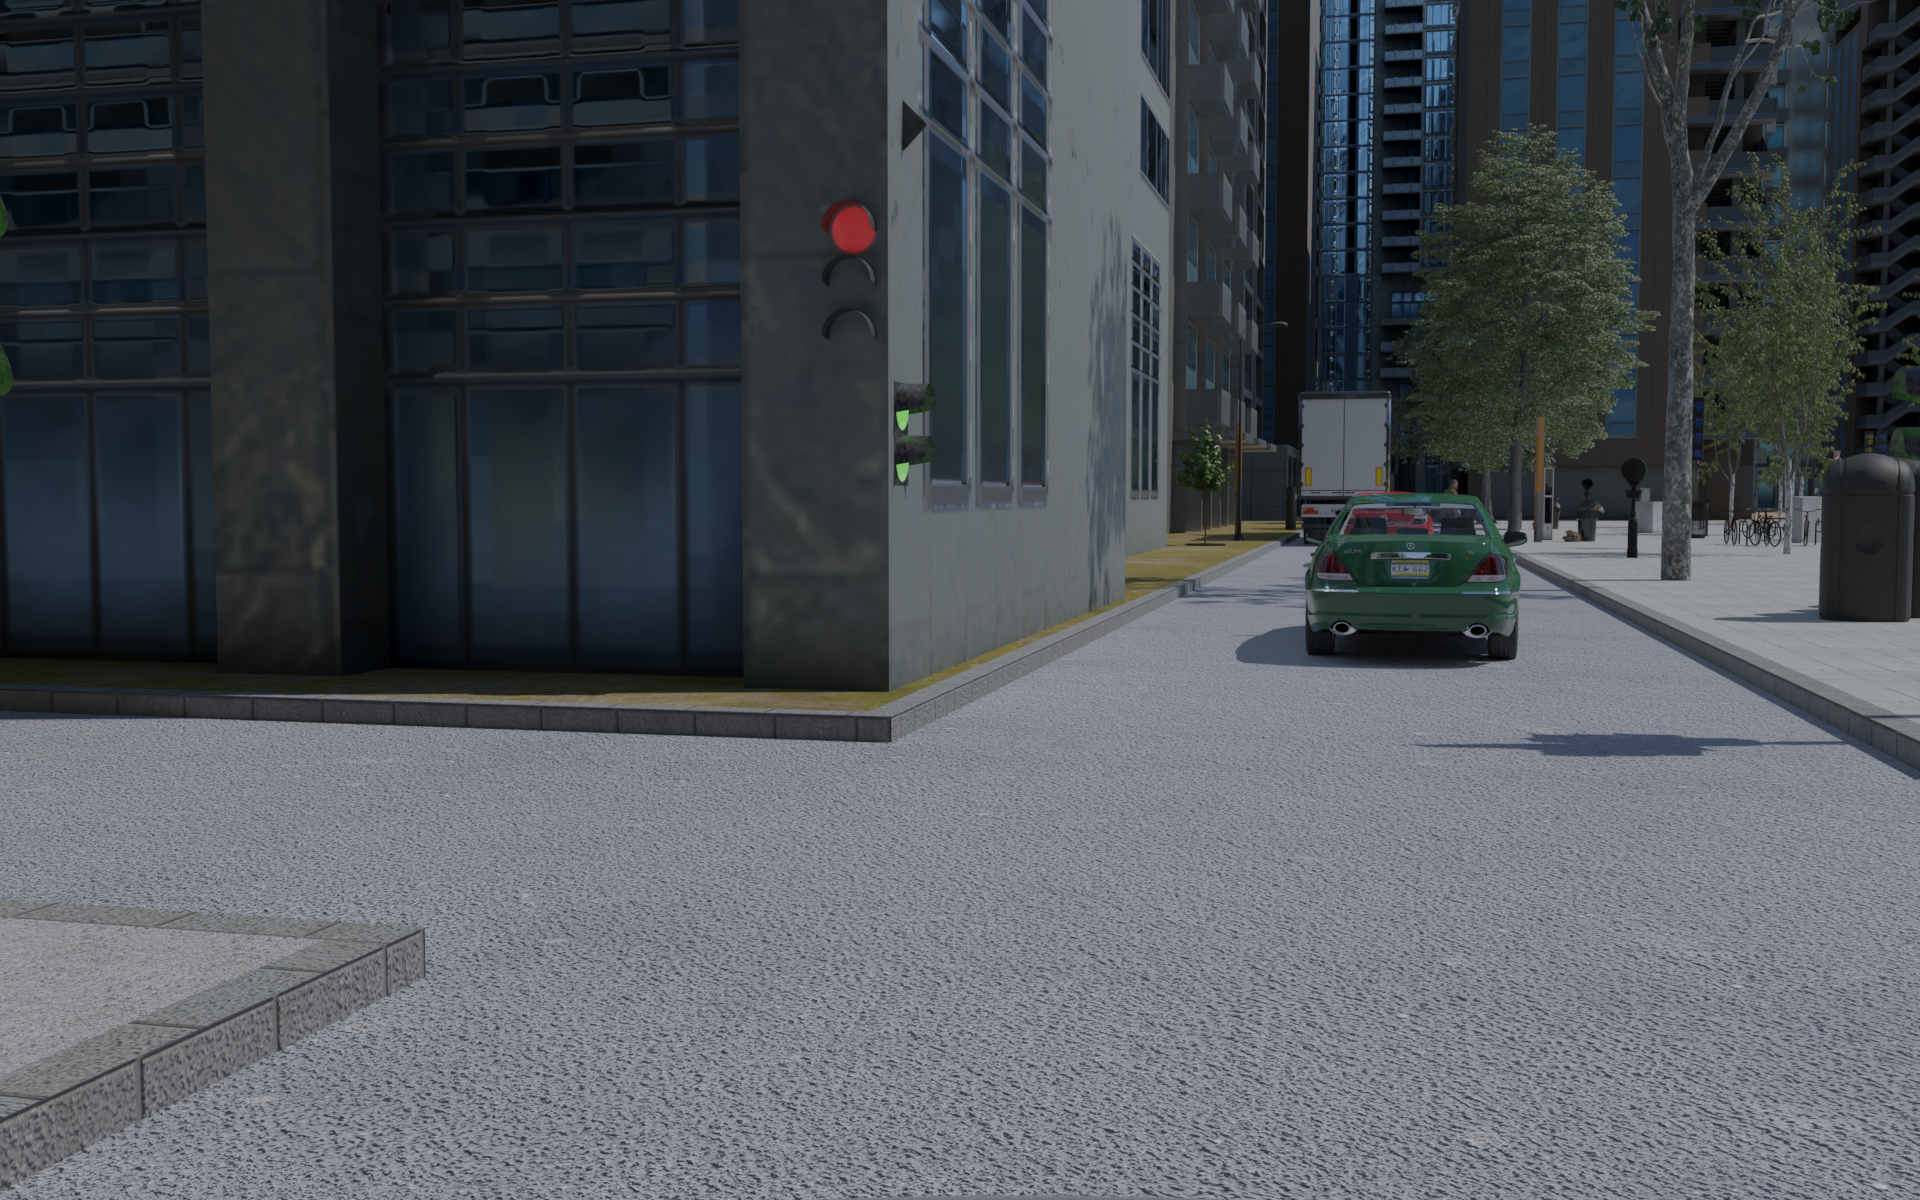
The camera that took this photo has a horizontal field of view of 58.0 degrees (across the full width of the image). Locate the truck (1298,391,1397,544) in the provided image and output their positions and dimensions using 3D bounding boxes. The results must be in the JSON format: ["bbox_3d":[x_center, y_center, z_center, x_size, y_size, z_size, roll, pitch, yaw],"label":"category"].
[{"bbox_3d":[11.824,-3.901,52.690,2.839,4.237,11.283,1,4,14],"label":"truck"}]

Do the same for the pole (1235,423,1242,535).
[{"bbox_3d":[8.036,-3.433,49.979,0.158,3.312,0.155,0,3,0],"label":"pole"}]

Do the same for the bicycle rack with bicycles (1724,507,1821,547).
[{"bbox_3d":[20.275,-1.810,42.982,2.852,0.926,2.925,1,4,20],"label":"bicycle rack with bicycles"}]

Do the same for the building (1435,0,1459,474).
[{"bbox_3d":[50.859,-31.727,138.349,23.786,49.044,30.456,1,4,14],"label":"building"}]

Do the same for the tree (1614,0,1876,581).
[{"bbox_3d":[11.638,-10.287,24.087,12.611,20.169,13.585,0,3,0],"label":"tree"}]

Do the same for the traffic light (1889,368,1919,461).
[{"bbox_3d":[5.822,-1.282,9.885,0.839,4.253,0.868,1,4,14],"label":"traffic light"}]

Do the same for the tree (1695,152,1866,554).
[{"bbox_3d":[17.510,-5.279,36.678,4.737,8.622,4.395,0,3,0],"label":"tree"}]

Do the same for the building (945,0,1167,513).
[{"bbox_3d":[16.689,-51.179,149.441,31.000,86.520,22.319,1,4,14],"label":"building"}]

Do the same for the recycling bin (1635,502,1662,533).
[{"bbox_3d":[22.806,-2.748,57.482,0.722,1.027,0.722,-3,5,-43],"label":"recycling bin"}]

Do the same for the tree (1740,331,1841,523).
[{"bbox_3d":[36.847,-7.770,77.399,4.360,8.622,3.978,0,3,0],"label":"tree"}]

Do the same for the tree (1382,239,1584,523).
[{"bbox_3d":[22.962,-9.687,75.391,9.611,12.733,9.660,0,3,0],"label":"tree"}]

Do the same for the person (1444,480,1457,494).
[{"bbox_3d":[13.994,-2.504,49.346,0.656,1.842,0.836,3,4,38],"label":"person"}]

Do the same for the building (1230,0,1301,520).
[{"bbox_3d":[8.703,-40.225,95.933,20.563,71.187,20.611,1,4,14],"label":"building"}]

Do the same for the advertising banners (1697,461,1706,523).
[{"bbox_3d":[27.125,-4.112,63.427,0.090,3.025,2.074,1,4,16],"label":"advertising banners"}]

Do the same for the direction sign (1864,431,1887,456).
[{"bbox_3d":[33.111,-4.325,62.712,0.876,3.537,0.379,0,4,-8],"label":"direction sign"}]

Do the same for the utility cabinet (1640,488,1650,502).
[{"bbox_3d":[24.383,-3.239,61.634,0.318,1.500,1.173,1,4,20],"label":"utility cabinet"}]

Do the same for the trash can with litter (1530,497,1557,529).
[{"bbox_3d":[21.323,-3.163,63.104,1.055,1.170,0.624,1,4,23],"label":"trash can with litter"}]

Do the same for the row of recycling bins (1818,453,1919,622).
[{"bbox_3d":[10.229,-0.701,18.581,1.069,1.692,3.534,3,5,45],"label":"row of recycling bins"}]

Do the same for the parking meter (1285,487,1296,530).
[{"bbox_3d":[11.771,-3.254,61.611,0.372,1.533,0.369,0,3,0],"label":"parking meter"}]

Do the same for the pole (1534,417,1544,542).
[{"bbox_3d":[15.358,-3.186,45.941,0.158,3.312,0.155,0,3,0],"label":"pole"}]

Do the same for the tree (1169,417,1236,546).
[{"bbox_3d":[6.231,-2.974,43.228,1.663,3.219,1.824,0,3,0],"label":"tree"}]

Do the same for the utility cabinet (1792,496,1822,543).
[{"bbox_3d":[22.304,-2.100,45.492,1.020,1.237,0.306,-2,4,-30],"label":"utility cabinet"}]

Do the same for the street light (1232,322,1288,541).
[{"bbox_3d":[8.147,-4.555,47.018,1.470,5.913,1.316,1,4,14],"label":"street light"}]

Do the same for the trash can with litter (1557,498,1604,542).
[{"bbox_3d":[16.739,-2.152,46.566,1.055,1.170,0.624,-2,4,-31],"label":"trash can with litter"}]

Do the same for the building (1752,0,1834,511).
[{"bbox_3d":[81.966,-33.432,166.227,30.456,49.044,23.786,1,4,14],"label":"building"}]

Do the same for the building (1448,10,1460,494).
[{"bbox_3d":[36.770,-20.327,104.050,14.160,30.474,14.107,1,4,14],"label":"building"}]

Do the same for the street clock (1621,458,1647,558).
[{"bbox_3d":[13.523,-1.848,34.784,0.471,2.002,0.358,2,4,29],"label":"street clock"}]

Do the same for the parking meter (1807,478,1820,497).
[{"bbox_3d":[31.791,-3.598,64.535,0.399,1.863,0.255,-2,4,-27],"label":"parking meter"}]

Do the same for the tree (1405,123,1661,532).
[{"bbox_3d":[17.685,-8.289,53.659,7.486,12.596,7.792,0,3,0],"label":"tree"}]

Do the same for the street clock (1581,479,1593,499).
[{"bbox_3d":[29.303,-4.673,80.969,0.471,2.002,0.358,0,4,4],"label":"street clock"}]

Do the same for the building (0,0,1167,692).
[{"bbox_3d":[-7.609,-43.645,26.262,22.319,86.520,31.000,1,4,14],"label":"building"}]

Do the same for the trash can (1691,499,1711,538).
[{"bbox_3d":[21.388,-2.361,50.260,0.748,1.137,0.748,0,3,0],"label":"trash can"}]

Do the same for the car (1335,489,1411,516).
[{"bbox_3d":[8.752,-1.617,35.470,2.155,1.783,4.494,1,4,15],"label":"car"}]

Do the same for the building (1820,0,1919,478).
[{"bbox_3d":[79.250,-29.929,139.455,14.200,45.320,14.600,1,4,14],"label":"building"}]

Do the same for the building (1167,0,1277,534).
[{"bbox_3d":[-0.380,-27.268,65.437,23.786,49.044,30.456,1,4,14],"label":"building"}]

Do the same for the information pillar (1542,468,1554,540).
[{"bbox_3d":[16.300,-2.674,48.205,0.304,2.012,0.304,-1,4,-12],"label":"information pillar"}]

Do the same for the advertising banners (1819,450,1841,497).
[{"bbox_3d":[34.532,-4.455,69.034,2.074,3.025,0.090,-2,4,-35],"label":"advertising banners"}]

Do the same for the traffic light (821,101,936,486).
[{"bbox_3d":[-0.603,-1.377,11.440,0.839,4.253,0.868,1,4,14],"label":"traffic light"}]

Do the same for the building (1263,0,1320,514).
[{"bbox_3d":[15.993,-28.301,112.826,14.600,45.320,14.200,1,4,14],"label":"building"}]

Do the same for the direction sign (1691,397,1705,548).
[{"bbox_3d":[17.074,-2.985,40.799,0.379,3.537,0.876,-3,4,-38],"label":"direction sign"}]

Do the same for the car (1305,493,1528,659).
[{"bbox_3d":[4.346,-0.294,16.600,2.131,1.459,4.920,1,4,15],"label":"car"}]

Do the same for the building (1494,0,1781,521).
[{"bbox_3d":[33.303,-26.898,89.899,14.600,45.320,14.200,1,4,14],"label":"building"}]

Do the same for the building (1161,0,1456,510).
[{"bbox_3d":[37.777,-52.751,175.152,31.000,86.520,22.319,1,4,14],"label":"building"}]

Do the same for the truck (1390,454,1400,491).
[{"bbox_3d":[30.738,-8.439,126.891,2.839,4.237,11.283,1,4,15],"label":"truck"}]

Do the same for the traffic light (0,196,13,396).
[{"bbox_3d":[-2.507,-0.903,3.685,0.839,4.253,0.868,1,4,14],"label":"traffic light"}]

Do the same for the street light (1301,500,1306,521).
[{"bbox_3d":[16.706,-6.635,81.020,1.470,5.913,1.316,1,4,14],"label":"street light"}]
